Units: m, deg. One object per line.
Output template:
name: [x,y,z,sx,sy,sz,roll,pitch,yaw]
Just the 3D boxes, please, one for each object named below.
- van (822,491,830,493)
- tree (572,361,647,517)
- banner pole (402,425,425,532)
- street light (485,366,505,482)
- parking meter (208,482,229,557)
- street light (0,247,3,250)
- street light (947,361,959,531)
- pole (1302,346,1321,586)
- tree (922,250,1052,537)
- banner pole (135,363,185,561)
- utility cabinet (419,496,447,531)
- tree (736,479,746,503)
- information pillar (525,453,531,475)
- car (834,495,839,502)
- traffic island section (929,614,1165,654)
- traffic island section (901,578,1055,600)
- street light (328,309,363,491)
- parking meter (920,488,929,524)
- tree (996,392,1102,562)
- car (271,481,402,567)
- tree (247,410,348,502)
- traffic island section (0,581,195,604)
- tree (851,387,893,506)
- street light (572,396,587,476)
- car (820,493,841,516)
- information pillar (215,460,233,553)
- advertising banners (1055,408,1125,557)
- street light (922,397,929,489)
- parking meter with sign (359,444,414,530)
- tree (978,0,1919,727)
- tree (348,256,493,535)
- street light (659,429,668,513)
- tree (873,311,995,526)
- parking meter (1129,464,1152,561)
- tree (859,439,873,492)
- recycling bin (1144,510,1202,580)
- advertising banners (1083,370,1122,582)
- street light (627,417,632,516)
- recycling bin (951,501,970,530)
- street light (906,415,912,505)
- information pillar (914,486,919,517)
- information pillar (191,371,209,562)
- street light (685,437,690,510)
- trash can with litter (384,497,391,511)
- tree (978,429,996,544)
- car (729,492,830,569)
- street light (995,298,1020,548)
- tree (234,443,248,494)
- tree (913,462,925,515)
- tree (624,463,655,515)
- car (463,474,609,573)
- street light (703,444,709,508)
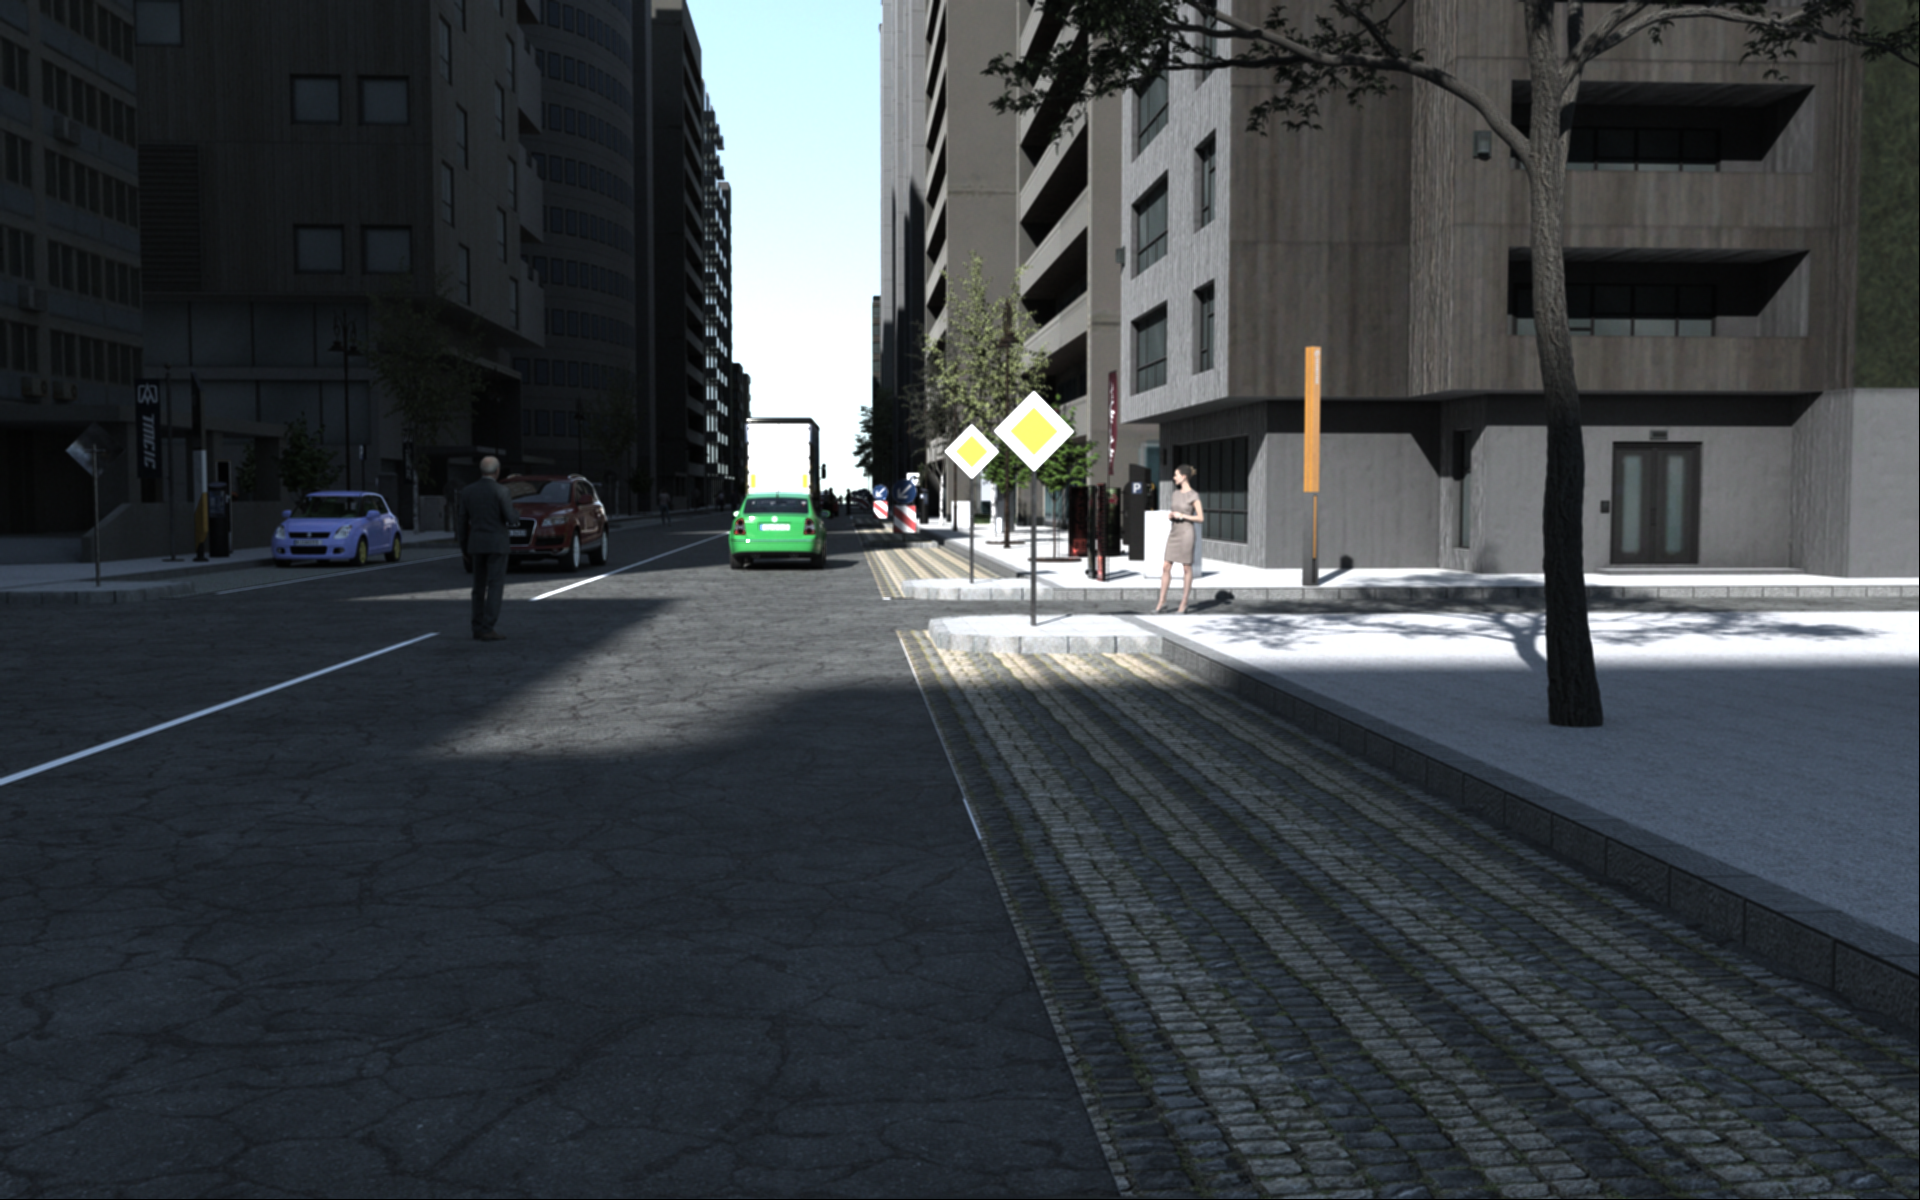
van: [-17.714,-13.632,229.894,2.013,2.044,4.112,0,4,-4]
tree: [-19.202,-8.927,96.325,4.737,8.622,4.395,0,3,0]
banner pole: [-18.373,-4.164,58.096,0.863,3.779,0.401,2,4,24]
street light: [-16.719,-5.487,62.505,0.468,5.910,1.993,0,4,-4]
parking meter: [-15.065,-1.638,35.188,0.372,1.533,0.369,0,3,0]
street light: [-13.957,-3.149,24.279,0.468,5.910,1.993,0,4,-4]
street light: [-0.162,-5.349,60.252,0.468,5.910,1.993,0,4,-4]
pole: [4.889,-1.849,24.071,0.158,3.312,0.155,0,3,0]
tree: [0.974,-6.210,51.904,4.737,8.622,4.395,0,3,0]
banner pole: [-15.301,-2.632,33.053,0.863,3.779,0.401,0,4,-3]
utility cabinet: [-18.320,-3.004,60.277,0.306,1.237,1.020,2,4,29]
tree: [-28.105,-14.121,225.479,1.663,3.219,1.824,0,3,0]
information pillar: [-24.460,-6.534,98.190,0.183,3.616,0.504,1,4,16]
car: [-11.433,-8.460,150.321,2.014,1.417,4.499,0,4,-4]
traffic island section: [0.735,0.330,16.886,2.009,0.180,2.903,0,4,-4]
traffic island section: [0.189,-0.157,24.852,2.009,0.180,2.903,0,4,-4]
street light: [-15.351,-4.318,43.391,0.468,5.910,1.993,0,4,-4]
parking meter: [-1.542,-4.037,74.416,0.372,1.533,0.369,0,3,0]
tree: [1.932,-2.348,32.989,1.663,3.219,1.824,0,3,0]
car: [-12.562,-1.552,34.959,1.945,1.707,3.694,0,4,-2]
tree: [-15.112,-2.764,39.794,1.663,3.219,1.824,0,3,0]
traffic island section: [-11.974,-0.107,24.026,2.009,0.180,2.903,0,4,-4]
tree: [-7.720,-16.245,183.728,7.486,12.596,7.792,0,3,0]
street light: [-17.932,-6.665,81.763,0.468,5.910,1.993,0,4,-4]
car: [-8.833,-6.334,112.607,2.155,1.783,4.494,0,4,-6]
information pillar: [-15.904,-2.015,37.438,0.304,2.012,0.304,-1,4,-23]
advertising banners: [2.466,-2.396,35.358,2.074,3.025,0.090,-2,4,-27]
street light: [-1.575,-6.567,80.164,0.468,5.910,1.993,0,4,-4]
parking meter with sign: [-20.314,-3.985,61.421,1.738,3.016,0.543,-2,4,-34]
tree: [3.149,-4.594,9.533,7.601,10.594,8.767,2,4,31]
tree: [-16.987,-6.379,54.654,4.737,8.622,4.395,0,3,0]
street light: [-20.579,-9.016,120.206,0.468,5.910,1.993,0,4,-4]
tree: [-0.680,-7.325,70.133,4.360,8.622,3.978,0,3,0]
parking meter: [3.486,-1.697,33.464,0.399,1.863,0.255,2,4,34]
tree: [-9.101,-14.703,190.754,4.360,8.622,3.978,0,3,0]
recycling bin: [3.246,-0.845,26.363,0.722,1.027,0.722,2,4,24]
advertising banners: [2.086,-1.796,25.551,0.090,3.025,2.074,0,4,-6]
street light: [-19.240,-7.822,100.679,0.468,5.910,1.993,0,4,-4]
recycling bin: [0.103,-3.078,62.886,0.722,1.027,0.722,1,4,11]
street light: [-2.877,-7.749,99.483,0.468,5.910,1.993,0,4,-4]
information pillar: [-2.448,-5.666,97.125,0.304,2.012,0.304,-1,4,-12]
information pillar: [-14.413,-2.537,32.830,0.183,3.616,0.504,-3,5,-42]
street light: [-21.886,-10.186,139.324,0.468,5.910,1.993,0,4,-4]
trash can with litter: [-30.711,-5.001,93.151,1.055,1.170,0.624,0,4,8]
tree: [1.296,-3.065,44.716,1.663,3.219,1.824,0,3,0]
car: [-3.562,-1.561,34.324,1.959,1.807,4.718,0,4,-3]
street light: [1.120,-4.172,41.007,0.468,5.910,1.993,0,4,-4]
tree: [-22.905,-3.767,56.198,1.663,3.219,1.824,0,3,0]
tree: [-2.326,-6.690,103.988,1.663,3.219,1.824,0,3,0]
tree: [-19.881,-6.948,108.208,1.663,3.219,1.824,0,3,0]
car: [-8.094,-1.510,33.358,2.281,1.827,5.304,0,4,-2]
street light: [-23.304,-11.411,159.365,0.468,5.910,1.993,0,4,-4]
